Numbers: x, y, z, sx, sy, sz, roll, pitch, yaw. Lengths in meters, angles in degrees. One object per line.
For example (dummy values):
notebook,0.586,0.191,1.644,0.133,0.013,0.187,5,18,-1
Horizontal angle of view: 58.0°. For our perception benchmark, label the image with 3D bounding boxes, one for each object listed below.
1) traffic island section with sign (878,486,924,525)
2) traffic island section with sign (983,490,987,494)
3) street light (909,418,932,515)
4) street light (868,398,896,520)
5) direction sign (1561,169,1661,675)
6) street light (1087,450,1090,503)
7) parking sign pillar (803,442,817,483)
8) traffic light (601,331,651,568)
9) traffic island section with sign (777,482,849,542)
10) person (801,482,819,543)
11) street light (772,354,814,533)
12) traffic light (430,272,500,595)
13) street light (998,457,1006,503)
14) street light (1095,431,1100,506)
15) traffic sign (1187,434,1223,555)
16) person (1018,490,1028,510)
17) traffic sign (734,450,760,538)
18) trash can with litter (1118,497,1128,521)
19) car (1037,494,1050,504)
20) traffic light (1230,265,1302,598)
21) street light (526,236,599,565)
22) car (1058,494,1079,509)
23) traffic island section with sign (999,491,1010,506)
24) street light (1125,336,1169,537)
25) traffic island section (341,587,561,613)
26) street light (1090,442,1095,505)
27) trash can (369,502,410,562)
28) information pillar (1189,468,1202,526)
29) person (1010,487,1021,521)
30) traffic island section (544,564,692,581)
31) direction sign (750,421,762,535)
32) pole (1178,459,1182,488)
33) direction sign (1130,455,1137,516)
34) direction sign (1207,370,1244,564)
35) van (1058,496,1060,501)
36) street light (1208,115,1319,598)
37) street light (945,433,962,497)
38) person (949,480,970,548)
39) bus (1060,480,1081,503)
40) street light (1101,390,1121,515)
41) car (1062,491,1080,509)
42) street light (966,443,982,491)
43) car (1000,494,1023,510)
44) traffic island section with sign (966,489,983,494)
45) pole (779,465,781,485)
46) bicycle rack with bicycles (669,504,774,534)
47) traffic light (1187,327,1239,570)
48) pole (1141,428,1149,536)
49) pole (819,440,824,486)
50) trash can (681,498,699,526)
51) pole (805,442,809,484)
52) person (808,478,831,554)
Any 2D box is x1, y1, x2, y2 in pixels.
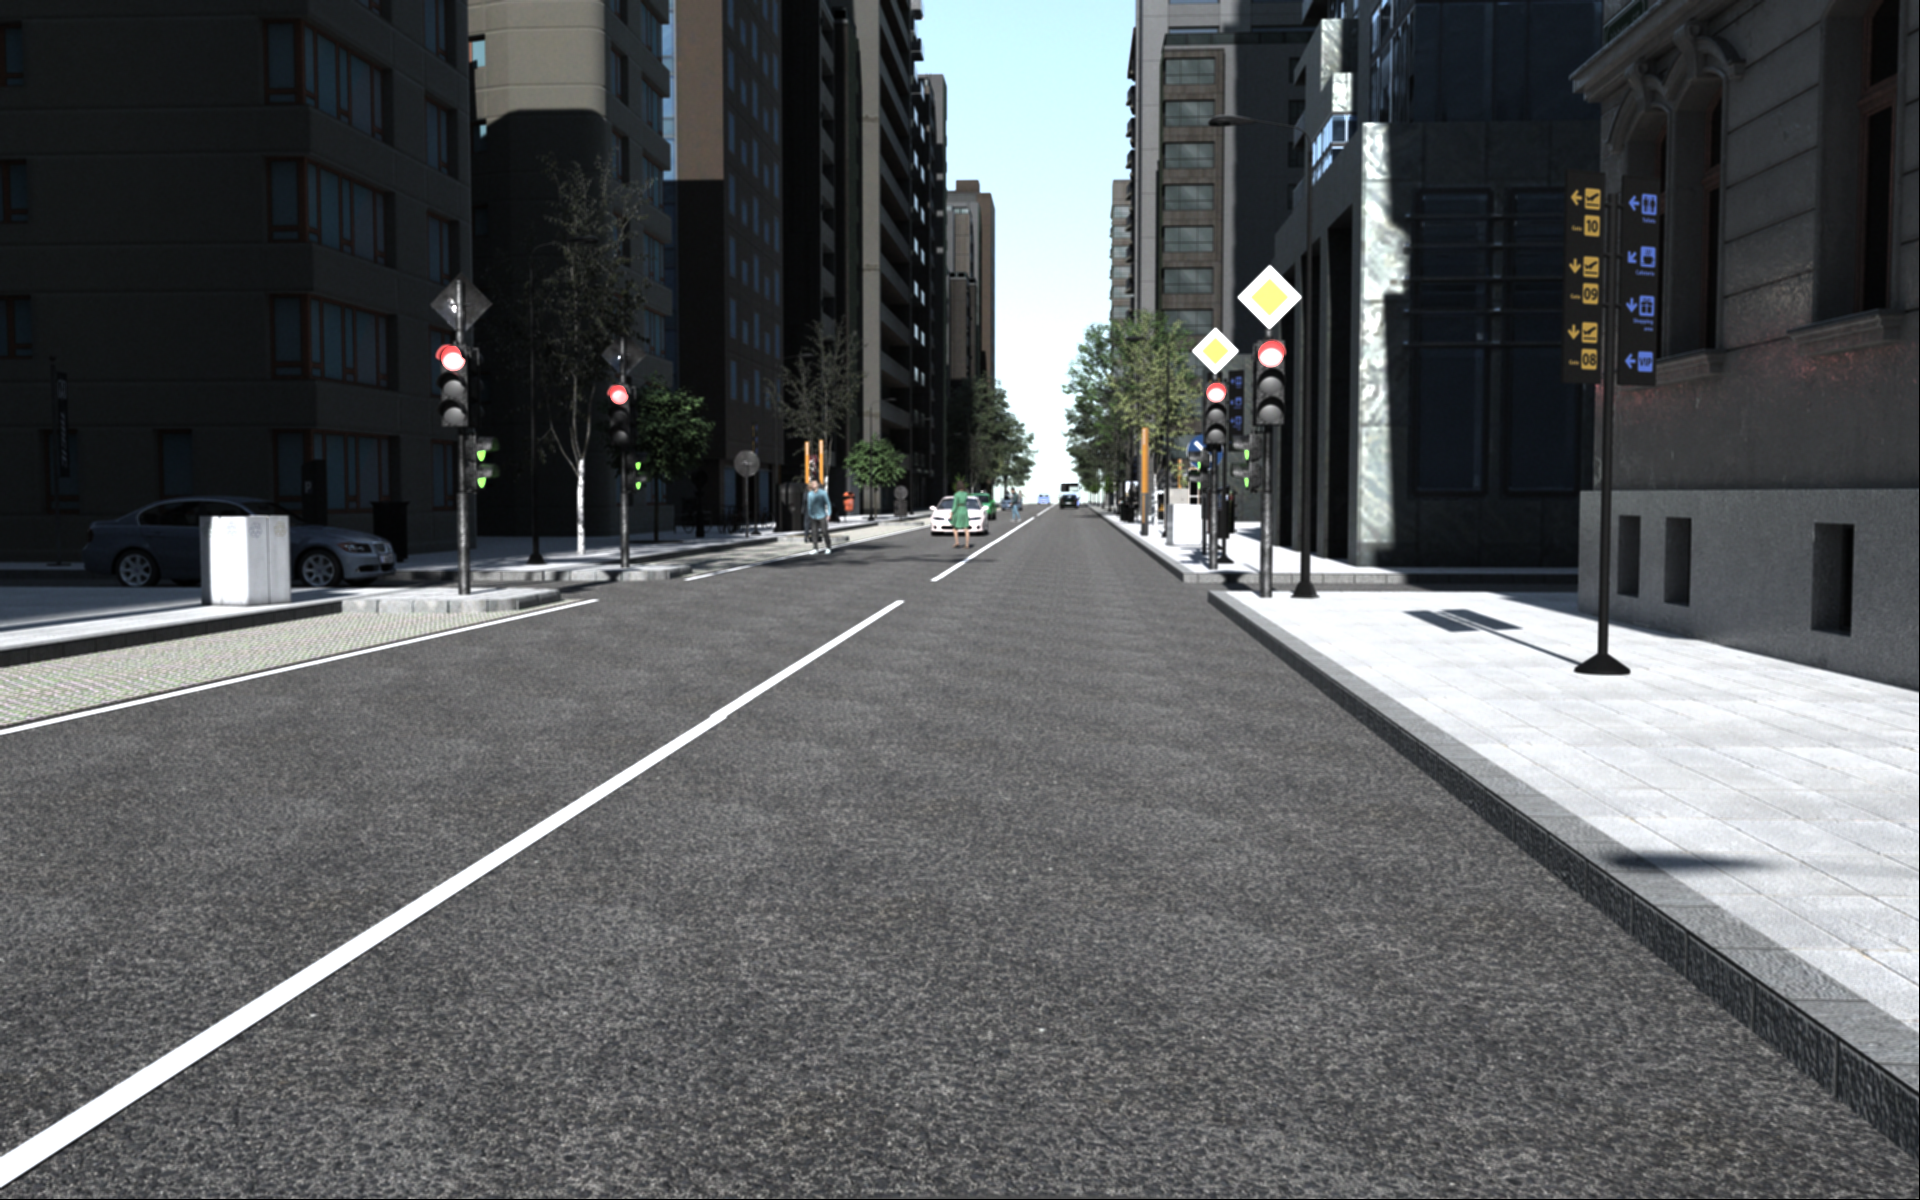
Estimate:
traffic island section with sign,-2.683,-4.327,79.367,1.989,1.847,2.006,0,4,4
traffic island section with sign,2.205,-8.984,155.510,1.989,1.847,2.006,0,4,4
street light,-2.440,-8.185,106.366,1.470,5.913,1.316,0,4,4
street light,-3.785,-6.829,84.192,1.470,5.913,1.316,0,4,4
direction sign,4.618,-1.244,12.344,0.876,3.537,0.379,-2,4,-25
street light,12.165,-11.083,153.753,1.470,5.913,1.316,0,4,4
parking sign pillar,-7.825,-6.214,90.076,1.447,3.967,1.447,-1,4,-18
traffic light,-5.802,-2.511,29.976,0.839,4.253,0.868,0,4,4
traffic island section with sign,-4.405,-2.681,52.467,1.989,1.847,2.006,0,4,4
person,-4.355,-2.557,50.733,0.576,1.772,0.534,0,4,-6
street light,-5.536,-5.195,57.480,1.470,5.913,1.316,0,4,4
traffic light,-6.313,-2.024,22.008,0.839,4.253,0.868,0,4,4
street light,4.707,-14.903,216.201,1.470,5.913,1.316,0,4,4
street light,9.000,-8.047,104.104,1.470,5.913,1.316,0,4,4
traffic sign,5.174,-2.232,36.607,0.768,2.556,0.104,1,4,10
person,5.593,-9.309,160.705,1.348,1.824,0.705,-1,4,-9
traffic sign,-6.205,-3.076,50.400,0.768,2.556,0.104,0,4,4
trash can with litter,7.859,-4.395,83.242,0.624,1.170,1.055,0,4,0
car,12.119,-14.714,250.169,1.945,1.707,3.694,0,4,5
traffic light,3.778,-1.985,21.378,0.839,4.253,0.868,0,4,4
street light,-7.193,-3.598,31.372,1.470,5.913,1.316,0,4,4
car,10.514,-9.674,167.962,2.009,1.686,4.222,0,4,4
traffic island section with sign,5.839,-12.441,212.030,1.989,1.847,2.006,0,4,4
street light,5.585,-4.807,51.136,1.470,5.913,1.316,0,4,4
traffic island section,-6.353,0.008,22.145,2.009,0.180,2.903,0,4,4
street light,10.522,-9.486,127.644,1.470,5.913,1.316,0,4,4
trash can,-10.730,-1.283,32.626,0.748,1.137,0.748,0,3,0
information pillar,6.713,-2.748,49.428,0.304,2.012,0.304,2,4,24
person,2.858,-5.026,91.019,0.721,1.781,0.623,-1,4,-23
traffic island section,-5.841,-0.479,30.113,2.009,0.180,2.903,0,4,4
direction sign,-6.397,-3.803,54.175,0.379,3.537,0.876,-1,4,-17
pole,12.778,-6.537,100.721,0.158,3.312,0.155,0,3,0
direction sign,10.199,-6.723,101.916,0.379,3.537,0.876,-1,4,-16
direction sign,4.892,-2.447,32.008,0.379,3.537,0.876,-3,5,-39
van,14.914,-14.563,245.109,2.013,2.044,4.112,0,4,2
street light,3.745,-2.986,21.367,1.470,5.913,1.316,0,4,4
street light,-0.567,-9.804,132.837,1.470,5.913,1.316,0,4,4
person,0.017,-2.259,45.679,0.529,1.795,0.600,3,5,43
bus,14.571,-14.334,229.221,2.948,3.499,13.247,0,4,4
street light,7.159,-6.431,77.687,1.470,5.913,1.316,0,4,4
car,11.007,-9.964,172.501,1.945,1.707,3.694,0,4,4
street light,1.128,-11.409,159.071,1.470,5.913,1.316,0,4,4
car,4.592,-8.609,152.754,2.014,1.417,4.499,0,4,4
traffic island section with sign,0.464,-7.326,128.413,1.989,1.847,2.006,0,4,4
pole,-8.914,-5.595,85.324,0.158,3.312,0.155,0,3,0
bicycle rack with bicycles,-8.016,-2.673,57.086,2.852,0.926,2.925,1,4,18
traffic light,4.290,-2.473,29.347,0.839,4.253,0.868,0,4,4
pole,5.679,-3.628,53.155,0.158,3.312,0.155,0,3,0
pole,-5.209,-4.362,65.168,0.158,3.312,0.155,0,3,0
trash can,-10.763,-3.511,69.054,0.748,1.137,0.748,0,3,0
pole,-5.940,-4.491,67.263,0.158,3.312,0.155,0,3,0
person,-3.342,-2.018,41.506,0.660,1.820,0.620,1,4,21
